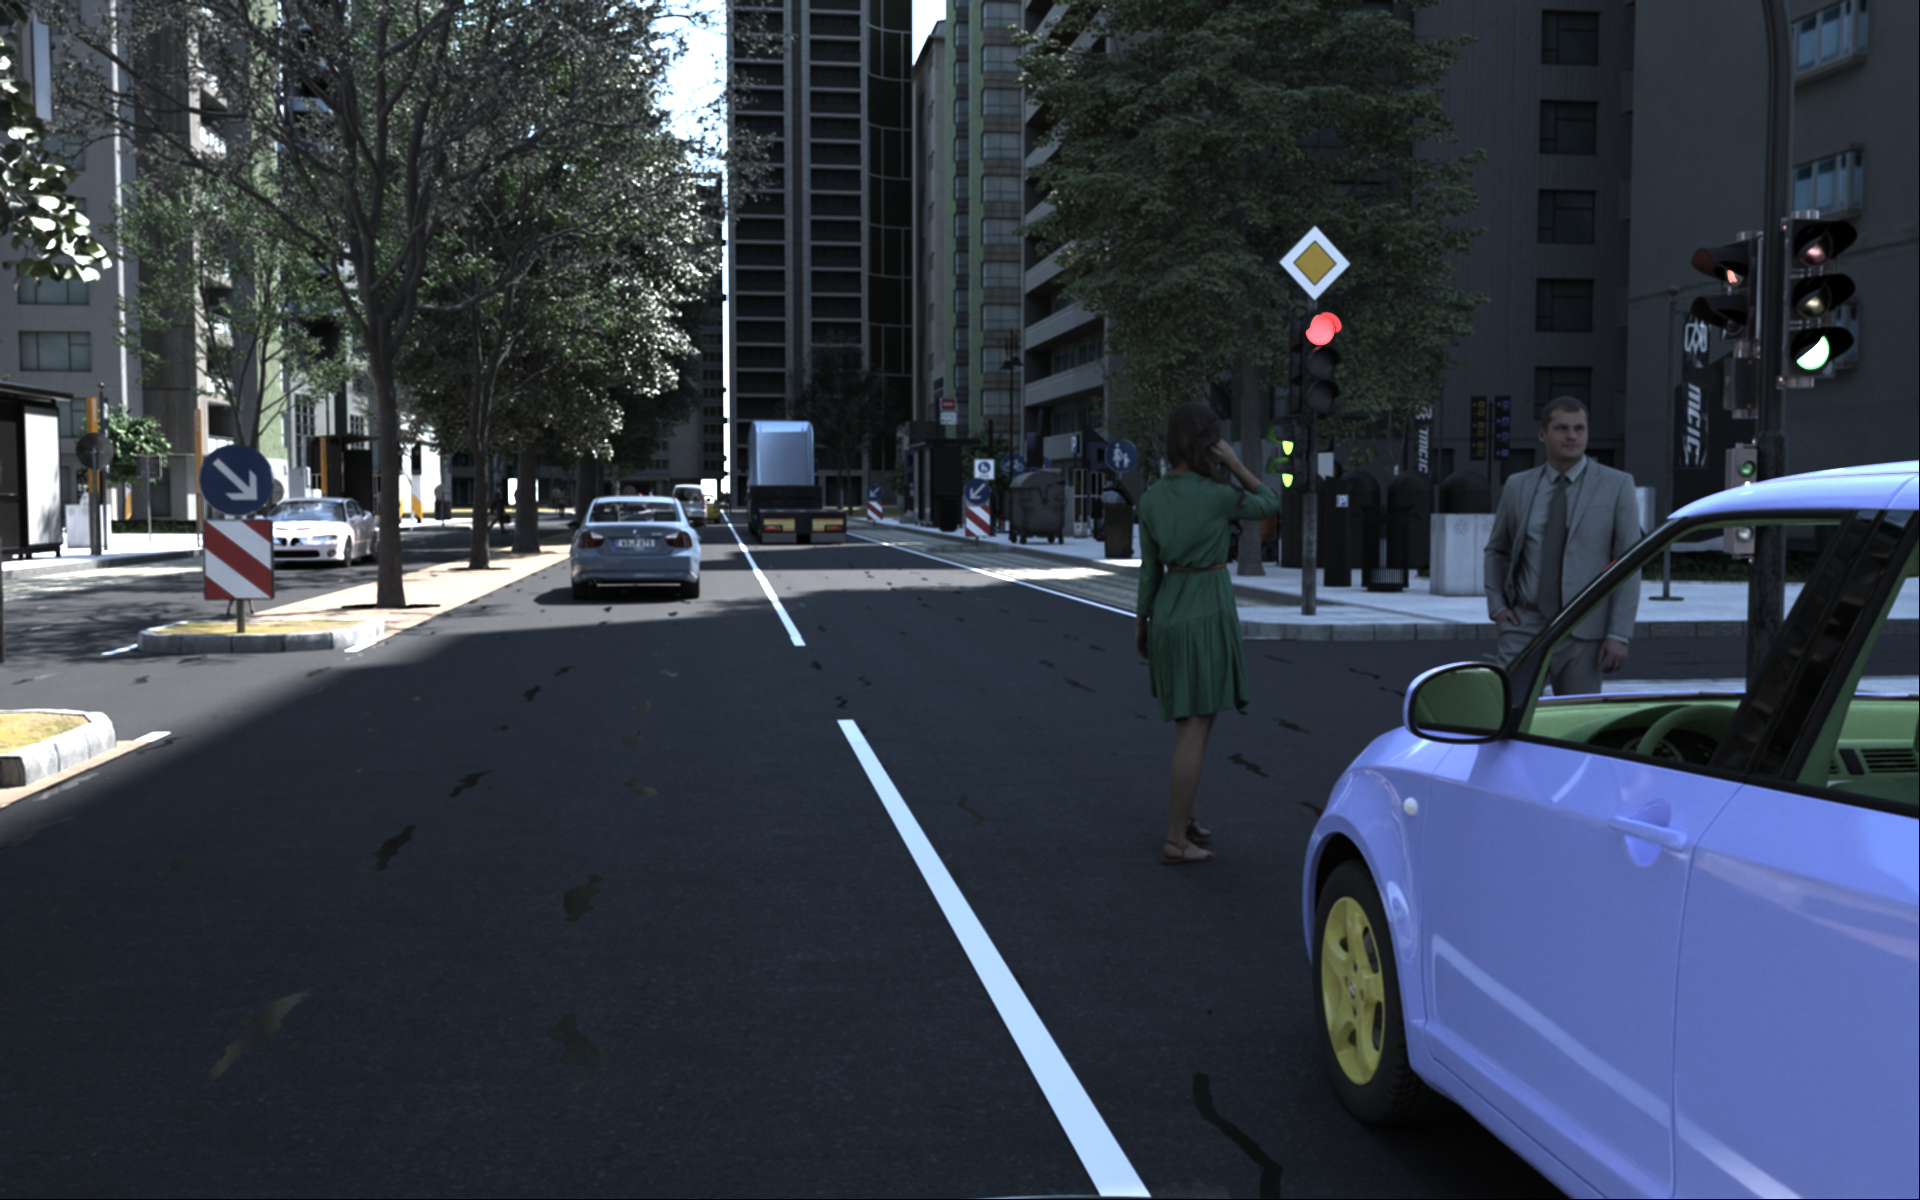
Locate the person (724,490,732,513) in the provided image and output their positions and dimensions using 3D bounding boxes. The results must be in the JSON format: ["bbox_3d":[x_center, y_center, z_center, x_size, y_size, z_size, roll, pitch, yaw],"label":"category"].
[{"bbox_3d":[-17.076,-7.277,127.928,0.568,1.767,0.683,3,5,44],"label":"person"}]

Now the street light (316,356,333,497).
[{"bbox_3d":[-21.282,-5.233,58.347,0.468,5.910,1.993,-1,4,-8],"label":"street light"}]

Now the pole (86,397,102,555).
[{"bbox_3d":[-18.291,-2.613,36.567,0.158,3.312,0.155,0,3,0],"label":"pole"}]

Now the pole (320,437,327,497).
[{"bbox_3d":[-22.845,-4.182,62.220,0.158,3.312,0.155,0,3,0],"label":"pole"}]

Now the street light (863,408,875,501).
[{"bbox_3d":[-4.811,-7.268,91.624,0.468,5.910,1.993,-1,4,-8],"label":"street light"}]

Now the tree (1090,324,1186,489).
[{"bbox_3d":[7.525,-7.359,70.686,4.737,8.622,4.395,0,3,0],"label":"tree"}]

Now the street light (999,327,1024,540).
[{"bbox_3d":[1.431,-4.615,48.251,0.468,5.910,1.993,-1,4,-8],"label":"street light"}]

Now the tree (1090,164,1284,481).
[{"bbox_3d":[4.537,-5.297,36.975,4.360,8.622,3.978,0,3,0],"label":"tree"}]

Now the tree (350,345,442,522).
[{"bbox_3d":[-25.232,-7.864,78.931,4.360,8.622,3.978,0,3,0],"label":"tree"}]

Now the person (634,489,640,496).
[{"bbox_3d":[-21.980,-6.633,117.043,1.348,1.812,0.705,0,4,-6],"label":"person"}]

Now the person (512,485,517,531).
[{"bbox_3d":[-17.131,-3.595,67.257,0.573,1.828,0.580,-3,4,-36],"label":"person"}]

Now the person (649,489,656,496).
[{"bbox_3d":[-27.474,-8.955,154.777,0.599,1.838,0.709,-1,4,-10],"label":"person"}]

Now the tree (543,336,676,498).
[{"bbox_3d":[-15.034,-9.238,71.624,7.486,12.596,7.792,0,3,0],"label":"tree"}]

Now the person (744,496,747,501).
[{"bbox_3d":[-15.397,-7.253,127.802,1.217,1.743,0.721,-3,4,-37],"label":"person"}]

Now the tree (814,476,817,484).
[{"bbox_3d":[-15.013,-10.965,162.992,4.285,4.588,4.351,0,3,0],"label":"tree"}]

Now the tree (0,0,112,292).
[{"bbox_3d":[-5.169,-5.833,4.488,9.857,13.997,8.962,0,3,0],"label":"tree"}]

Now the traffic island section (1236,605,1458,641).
[{"bbox_3d":[3.718,0.240,18.362,2.009,0.180,2.903,-1,4,-8],"label":"traffic island section"}]

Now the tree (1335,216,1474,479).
[{"bbox_3d":[11.298,-5.785,44.954,4.737,8.622,4.395,0,3,0],"label":"tree"}]

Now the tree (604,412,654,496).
[{"bbox_3d":[-15.524,-7.672,78.251,4.360,8.622,3.978,0,3,0],"label":"tree"}]

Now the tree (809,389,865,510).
[{"bbox_3d":[-8.095,-10.085,115.255,4.360,8.622,3.978,0,3,0],"label":"tree"}]

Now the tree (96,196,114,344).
[{"bbox_3d":[-21.709,-7.755,52.543,9.928,11.665,9.643,0,3,0],"label":"tree"}]

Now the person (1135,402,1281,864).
[{"bbox_3d":[0.912,0.114,6.879,0.600,1.795,0.529,2,4,35],"label":"person"}]

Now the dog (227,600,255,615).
[{"bbox_3d":[-8.549,-0.079,20.579,0.406,0.507,0.540,-3,5,-41],"label":"dog"}]

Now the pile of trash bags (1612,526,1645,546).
[{"bbox_3d":[14.310,-1.680,37.224,3.447,1.369,1.912,1,4,12],"label":"pile of trash bags"}]

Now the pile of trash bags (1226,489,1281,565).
[{"bbox_3d":[5.185,-1.393,32.526,1.912,1.369,3.447,-1,4,-13],"label":"pile of trash bags"}]

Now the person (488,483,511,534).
[{"bbox_3d":[-16.708,-3.313,62.632,0.822,1.834,0.622,0,4,-6],"label":"person"}]

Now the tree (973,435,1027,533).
[{"bbox_3d":[1.434,-3.832,57.257,1.663,3.219,1.824,0,3,0],"label":"tree"}]

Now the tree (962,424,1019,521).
[{"bbox_3d":[1.230,-5.983,81.542,4.285,4.588,4.351,0,3,0],"label":"tree"}]

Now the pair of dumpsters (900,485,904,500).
[{"bbox_3d":[-1.836,-4.896,82.535,1.574,2.255,4.437,0,4,-8],"label":"pair of dumpsters"}]

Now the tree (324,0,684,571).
[{"bbox_3d":[-8.907,-6.355,32.115,9.928,11.665,9.643,0,3,0],"label":"tree"}]

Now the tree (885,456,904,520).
[{"bbox_3d":[-3.055,-5.669,87.290,1.663,3.219,1.824,0,3,0],"label":"tree"}]

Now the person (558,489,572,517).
[{"bbox_3d":[-24.545,-6.029,107.608,0.750,1.759,0.617,-3,5,-42],"label":"person"}]

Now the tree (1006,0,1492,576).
[{"bbox_3d":[4.185,-6.666,27.109,7.486,12.596,7.792,0,3,0],"label":"tree"}]

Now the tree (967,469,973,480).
[{"bbox_3d":[1.160,-4.972,75.900,1.663,3.219,1.824,0,3,0],"label":"tree"}]

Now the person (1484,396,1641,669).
[{"bbox_3d":[2.351,0.107,6.846,0.635,1.810,0.391,2,4,27],"label":"person"}]

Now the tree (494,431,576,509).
[{"bbox_3d":[-35.437,-13.212,150.434,7.601,10.594,8.767,2,4,24],"label":"tree"}]

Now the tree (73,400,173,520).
[{"bbox_3d":[-29.372,-4.710,60.722,4.285,4.588,4.351,0,3,0],"label":"tree"}]

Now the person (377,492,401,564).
[{"bbox_3d":[-11.660,-1.637,35.439,0.511,1.800,0.466,2,4,24],"label":"person"}]

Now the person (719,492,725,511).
[{"bbox_3d":[-20.176,-8.366,146.760,0.593,1.643,0.415,-1,4,-14],"label":"person"}]

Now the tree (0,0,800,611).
[{"bbox_3d":[-7.078,-6.626,21.159,12.009,13.543,11.850,0,3,0],"label":"tree"}]

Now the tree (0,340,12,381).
[{"bbox_3d":[-35.505,-6.793,61.435,4.360,8.622,3.978,0,3,0],"label":"tree"}]

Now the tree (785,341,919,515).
[{"bbox_3d":[-6.587,-10.434,105.012,8.767,10.594,7.601,0,4,2],"label":"tree"}]

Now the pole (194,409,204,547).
[{"bbox_3d":[-18.305,-2.926,41.676,0.158,3.312,0.155,0,3,0],"label":"pole"}]
